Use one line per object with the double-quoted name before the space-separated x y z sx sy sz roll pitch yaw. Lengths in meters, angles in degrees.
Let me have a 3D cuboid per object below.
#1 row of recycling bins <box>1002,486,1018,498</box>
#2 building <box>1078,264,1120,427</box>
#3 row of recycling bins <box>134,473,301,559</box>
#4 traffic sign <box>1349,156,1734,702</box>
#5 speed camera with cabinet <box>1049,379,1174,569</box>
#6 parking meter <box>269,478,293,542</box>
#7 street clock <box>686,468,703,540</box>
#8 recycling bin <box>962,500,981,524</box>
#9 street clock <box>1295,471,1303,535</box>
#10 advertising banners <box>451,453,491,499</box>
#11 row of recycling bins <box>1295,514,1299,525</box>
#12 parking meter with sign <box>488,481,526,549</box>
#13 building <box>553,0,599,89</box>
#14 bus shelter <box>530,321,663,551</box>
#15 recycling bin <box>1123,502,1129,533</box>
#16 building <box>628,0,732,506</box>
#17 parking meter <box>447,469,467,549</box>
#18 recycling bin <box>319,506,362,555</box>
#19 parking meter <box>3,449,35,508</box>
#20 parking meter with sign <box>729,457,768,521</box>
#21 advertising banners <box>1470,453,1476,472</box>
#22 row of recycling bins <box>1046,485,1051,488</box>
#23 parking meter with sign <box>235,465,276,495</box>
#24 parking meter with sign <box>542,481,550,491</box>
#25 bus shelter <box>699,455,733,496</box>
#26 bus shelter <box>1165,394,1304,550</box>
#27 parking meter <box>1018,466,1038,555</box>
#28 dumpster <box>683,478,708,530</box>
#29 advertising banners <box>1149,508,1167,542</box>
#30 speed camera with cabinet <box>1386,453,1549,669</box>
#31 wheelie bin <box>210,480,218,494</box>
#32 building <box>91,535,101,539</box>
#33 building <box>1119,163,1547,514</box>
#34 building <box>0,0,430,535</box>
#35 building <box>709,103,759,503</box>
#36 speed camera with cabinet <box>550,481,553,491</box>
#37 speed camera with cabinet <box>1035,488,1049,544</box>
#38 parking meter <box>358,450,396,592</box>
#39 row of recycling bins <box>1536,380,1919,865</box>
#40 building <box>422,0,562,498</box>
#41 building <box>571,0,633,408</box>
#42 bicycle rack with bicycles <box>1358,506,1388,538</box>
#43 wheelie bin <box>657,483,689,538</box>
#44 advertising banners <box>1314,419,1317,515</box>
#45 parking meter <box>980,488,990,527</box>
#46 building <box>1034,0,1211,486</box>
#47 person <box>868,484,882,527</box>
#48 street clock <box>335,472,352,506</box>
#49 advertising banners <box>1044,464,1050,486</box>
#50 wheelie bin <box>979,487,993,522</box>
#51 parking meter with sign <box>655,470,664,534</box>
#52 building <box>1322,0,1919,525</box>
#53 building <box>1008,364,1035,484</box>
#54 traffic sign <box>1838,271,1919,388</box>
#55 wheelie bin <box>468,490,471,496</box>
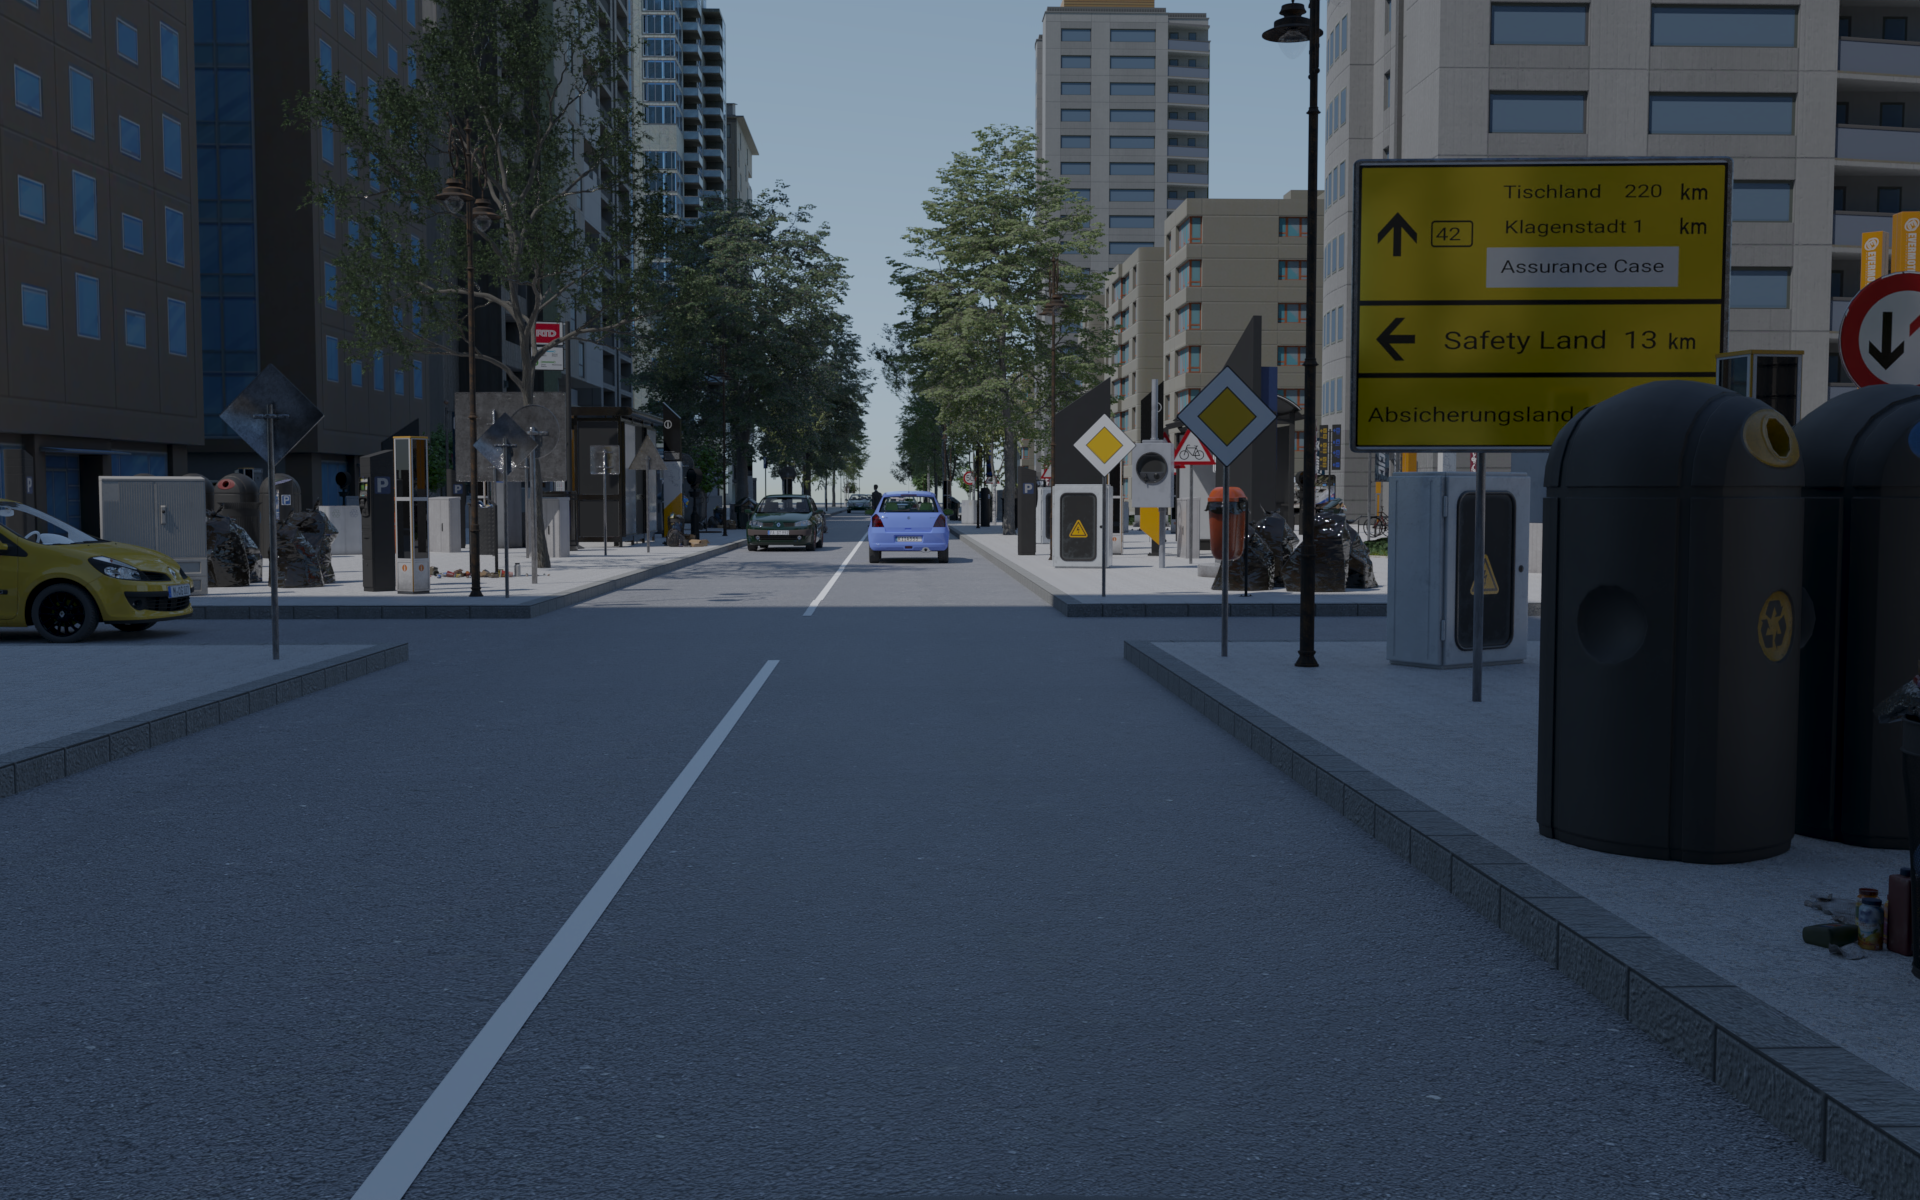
"row of recycling bins" 2.368 -4.175 75.378 1.069 1.692 3.534 0 4 -4
"building" 25.169 -18.359 145.208 27.650 21.520 28.899 0 4 -2
"row of recycling bins" -14.989 -1.691 34.763 3.534 1.692 1.069 0 4 0
"traffic sign" 3.521 -1.023 10.595 2.265 3.308 0.079 0 4 2
"speed camera with cabinet" 2.645 -2.174 29.887 2.038 3.252 0.660 1 4 12
"parking meter" -10.930 -1.192 27.898 0.372 1.533 0.369 0 3 0
"street clock" -7.408 -2.678 48.361 0.471 2.002 0.358 3 5 44
"recycling bin" 0.554 -3.725 73.453 0.722 1.027 0.722 3 5 44
"street clock" 10.733 -3.035 54.185 0.471 2.002 0.358 -1 4 -19
"advertising banners" -20.773 -4.772 74.212 2.074 3.025 0.090 0 4 3
"row of recycling bins" 13.791 -3.976 72.119 3.534 1.692 1.069 3 5 42
"parking meter with sign" -10.674 -2.730 40.891 0.543 3.016 1.738 1 4 17
"building" -37.834 -31.745 108.261 28.713 52.752 27.495 0 4 -2
"bus shelter" -8.970 -3.993 42.912 2.179 5.291 8.768 0 4 -2
"recycling bin" 5.132 -2.761 57.692 0.722 1.027 0.722 -3 5 -43
"building" -38.238 -54.671 206.549 22.319 86.520 31.000 0 4 -2
"parking meter" -11.855 -2.146 40.806 0.399 1.863 0.255 -3 4 -37
"recycling bin" -13.133 -1.479 36.730 0.722 1.027 0.722 -2 4 -34
"parking meter" -12.320 -1.040 22.713 0.255 1.863 0.399 -1 4 -11
"parking meter with sign" -9.895 -5.183 81.002 1.738 3.016 0.543 -1 4 -20
"advertising banners" 17.359 -3.740 57.332 0.090 3.025 2.074 -1 4 -11
"row of recycling bins" 3.868 -4.588 82.120 1.069 1.692 3.534 1 4 15
"parking meter with sign" -21.358 -3.408 51.981 0.543 3.016 1.738 3 5 44
"parking meter with sign" -18.476 -4.899 76.361 0.543 3.016 1.738 3 5 40
"bus shelter" -12.426 -5.595 85.395 2.014 3.302 5.546 0 4 -2
"bus shelter" 5.792 -2.627 36.872 2.014 3.302 5.546 0 4 -2
"parking meter" 1.418 -1.868 36.253 0.399 1.863 0.255 -1 4 -8
"dumpster" -9.756 -3.457 62.282 1.264 1.857 1.865 0 4 -2
"advertising banners" 5.134 -3.019 45.553 0.090 3.025 2.074 -1 4 -8
"speed camera with cabinet" 4.210 -1.159 13.291 2.038 3.252 0.660 -2 4 -33
"wheelie bin" -17.163 -1.945 39.714 0.693 1.594 0.980 0 4 8
"building" -28.677 -23.968 41.989 14.600 45.320 14.200 0 4 -2
"building" 26.521 -16.597 116.393 27.650 21.520 28.899 0 4 -2
"building" -28.856 -25.324 64.155 14.600 45.320 14.200 0 4 -2
"building" -42.650 -39.631 237.199 28.713 52.752 27.495 0 4 -2
"speed camera with cabinet" -19.042 -5.302 81.020 2.038 3.252 0.660 3 4 38
"speed camera with cabinet" 2.792 -3.089 44.839 2.038 3.252 0.660 -2 4 -32
"parking meter" -7.674 -1.046 22.806 0.255 1.863 0.399 3 5 42
"row of recycling bins" 3.929 0.034 6.564 3.534 1.692 1.069 0 4 -6
"building" -28.461 -19.269 86.750 14.160 30.474 14.107 0 4 -2
"building" -33.983 -42.435 132.072 20.563 71.187 20.611 0 4 -2
"bicycle rack with bicycles" 13.241 -2.354 51.865 2.925 0.926 2.852 0 4 -2
"wheelie bin" -8.489 -2.643 51.117 0.980 1.594 0.693 0 4 -4
"advertising banners" 8.150 -2.671 39.857 0.090 3.025 2.074 1 4 15
"parking meter" 0.987 -3.629 67.749 0.372 1.533 0.369 0 3 0
"building" 19.718 -41.041 213.021 21.231 58.520 28.212 0 4 -2
"person" -3.634 -4.017 73.963 0.659 1.850 0.755 -3 4 -38
"street clock" -19.967 -3.154 56.130 0.471 2.002 0.358 1 4 23
"advertising banners" 4.059 -5.815 91.268 0.090 3.025 2.074 -3 5 -40
"wheelie bin" 1.216 -4.382 79.550 0.693 1.594 0.980 1 4 14
"parking meter with sign" -9.859 -3.629 55.599 1.738 3.016 0.543 0 4 4
"building" 26.516 -32.496 73.307 21.231 58.520 28.212 0 4 -2
"building" 21.415 -24.324 242.734 27.650 21.520 28.899 0 4 -2
"traffic sign" 5.414 -0.605 10.006 0.768 2.556 0.104 0 4 1
"wheelie bin" -18.534 -3.584 66.500 0.693 1.594 0.980 -1 4 -21
